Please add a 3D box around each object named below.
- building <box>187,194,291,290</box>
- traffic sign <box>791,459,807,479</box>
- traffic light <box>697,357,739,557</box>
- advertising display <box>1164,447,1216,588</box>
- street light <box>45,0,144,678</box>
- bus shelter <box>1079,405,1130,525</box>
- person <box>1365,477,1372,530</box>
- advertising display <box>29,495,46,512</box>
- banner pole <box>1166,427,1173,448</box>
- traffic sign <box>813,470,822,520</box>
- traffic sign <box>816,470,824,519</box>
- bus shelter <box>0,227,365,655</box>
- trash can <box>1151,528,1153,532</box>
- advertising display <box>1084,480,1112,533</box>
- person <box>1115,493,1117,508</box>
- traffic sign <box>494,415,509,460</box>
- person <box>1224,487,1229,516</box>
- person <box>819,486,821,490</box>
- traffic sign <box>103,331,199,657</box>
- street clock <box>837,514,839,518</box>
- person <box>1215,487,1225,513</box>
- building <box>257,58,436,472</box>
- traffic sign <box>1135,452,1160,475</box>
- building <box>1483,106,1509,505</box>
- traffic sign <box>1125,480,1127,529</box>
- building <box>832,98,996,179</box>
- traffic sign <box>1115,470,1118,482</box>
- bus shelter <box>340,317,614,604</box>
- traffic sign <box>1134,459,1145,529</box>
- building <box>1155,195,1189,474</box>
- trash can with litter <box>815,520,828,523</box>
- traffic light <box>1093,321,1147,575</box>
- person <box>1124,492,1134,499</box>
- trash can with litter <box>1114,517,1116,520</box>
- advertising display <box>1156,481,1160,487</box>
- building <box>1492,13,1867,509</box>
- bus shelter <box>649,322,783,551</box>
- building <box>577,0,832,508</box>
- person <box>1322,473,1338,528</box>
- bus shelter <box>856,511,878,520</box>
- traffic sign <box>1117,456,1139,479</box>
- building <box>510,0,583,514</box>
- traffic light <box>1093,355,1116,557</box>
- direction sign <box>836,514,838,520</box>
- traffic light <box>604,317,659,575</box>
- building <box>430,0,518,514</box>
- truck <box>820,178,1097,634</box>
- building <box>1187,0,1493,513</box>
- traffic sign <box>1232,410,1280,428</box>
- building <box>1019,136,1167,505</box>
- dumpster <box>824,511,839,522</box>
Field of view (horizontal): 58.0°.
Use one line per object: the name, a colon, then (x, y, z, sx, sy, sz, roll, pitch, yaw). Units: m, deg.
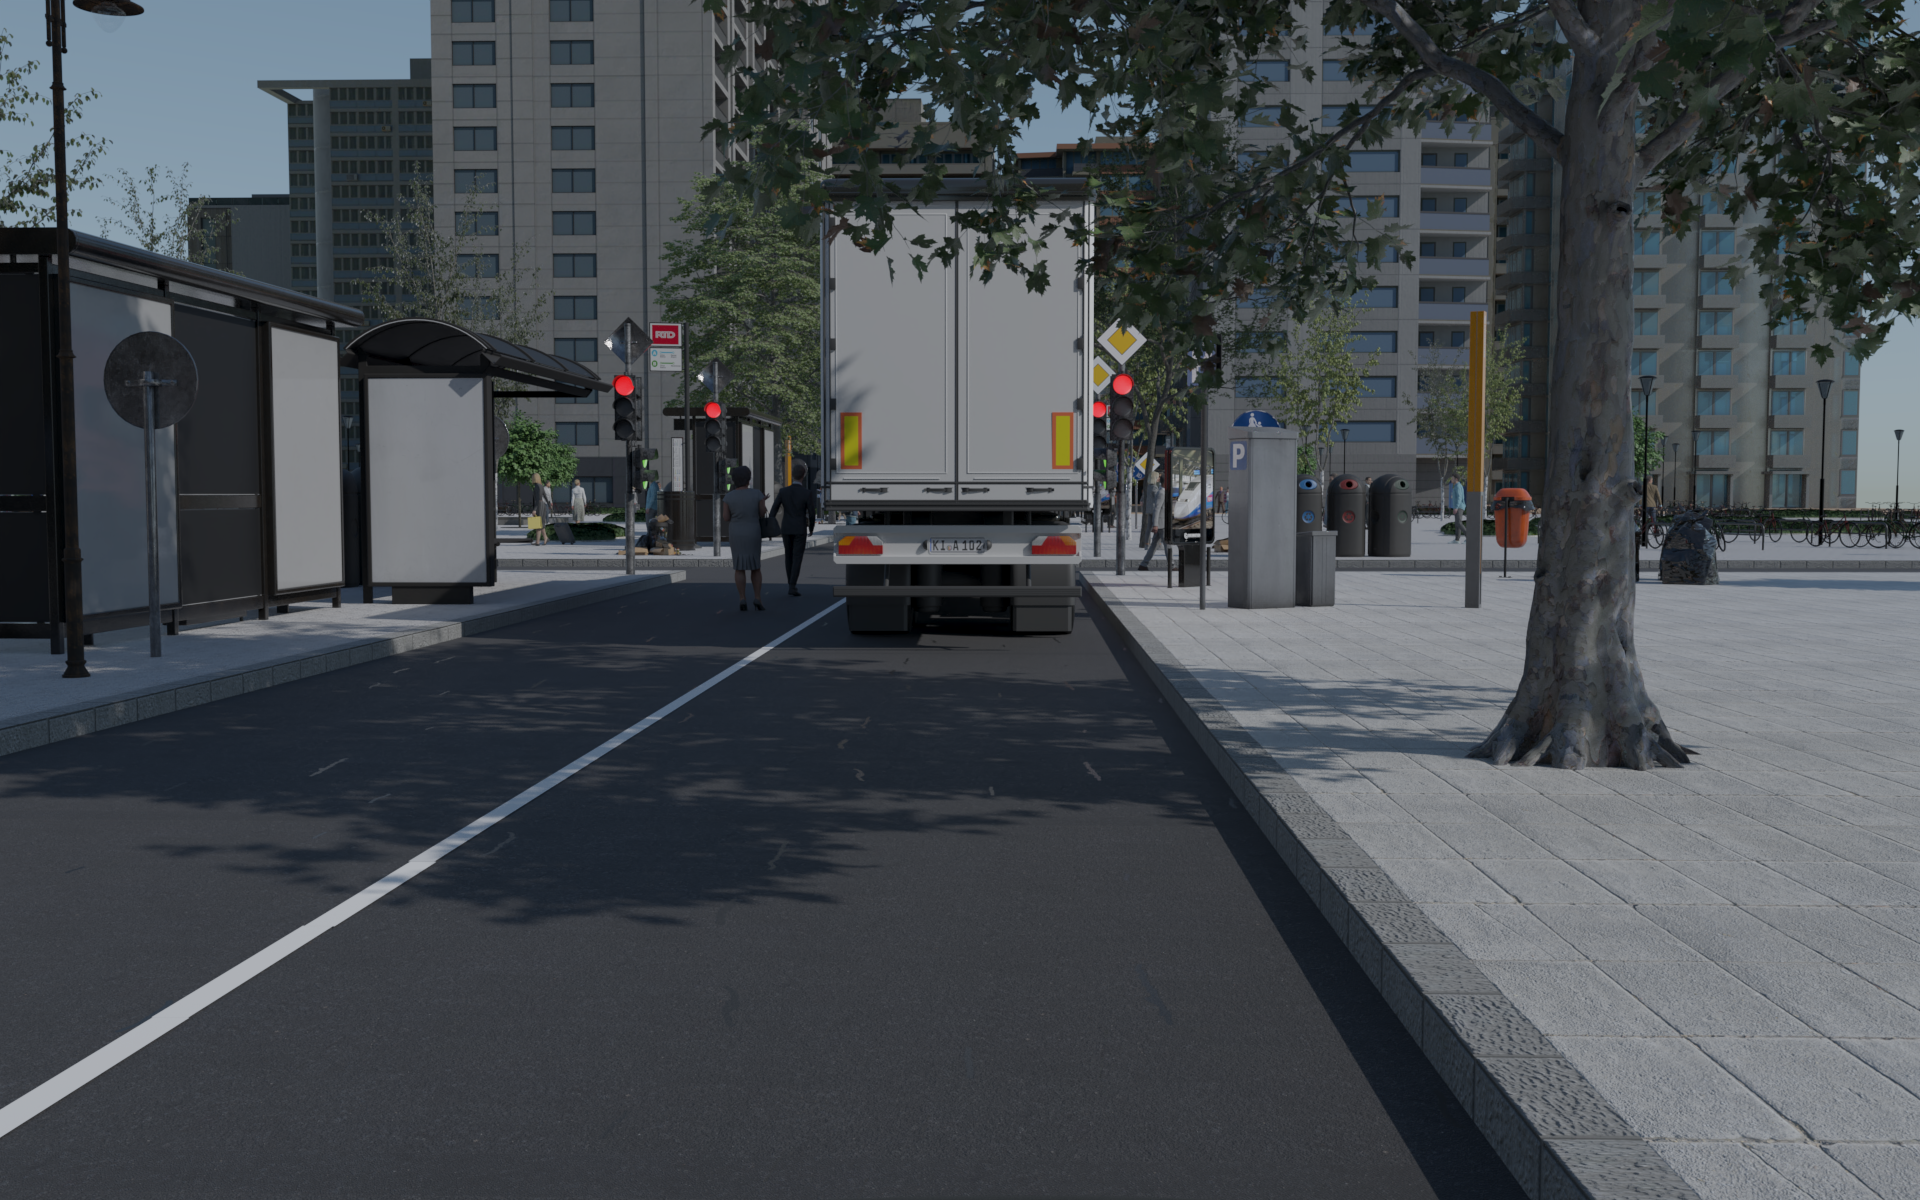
building: (-65.815, -24.400, 170.634, 14.107, 30.474, 14.160, 0, 4, 2)
traffic sign: (-5.883, -3.812, 62.437, 0.768, 2.556, 0.104, 1, 4, 11)
traffic light: (-4.977, -2.848, 35.484, 0.839, 4.253, 0.868, 0, 4, 2)
advertising display: (3.168, -1.140, 23.860, 0.974, 1.923, 0.123, -3, 5, -44)
street light: (-6.198, -2.396, 11.968, 0.468, 5.910, 1.993, 0, 4, 2)
bus shelter: (6.120, -5.985, 75.487, 2.179, 5.291, 8.768, 0, 4, 2)
person: (14.706, -3.479, 62.293, 0.474, 1.900, 0.648, 1, 4, 13)
advertising display: (-14.619, -1.408, 28.239, 0.974, 1.923, 0.123, -1, 4, -20)
banner pole: (7.906, -4.606, 65.326, 0.401, 3.779, 0.863, -1, 4, -16)
traffic sign: (-6.901, -5.287, 86.442, 0.884, 2.594, 0.081, 1, 4, 9)
traffic sign: (-6.916, -5.361, 87.753, 0.768, 2.556, 0.104, 0, 4, 5)
bus shelter: (-7.933, -2.295, 15.161, 2.179, 5.291, 8.768, 0, 4, 2)
trash can: (6.525, -2.846, 58.190, 0.748, 1.137, 0.748, 0, 3, 0)
advertising display: (4.578, -3.199, 57.521, 0.974, 1.923, 0.123, 2, 4, 29)
person: (10.589, -6.608, 117.351, 0.557, 1.426, 1.065, 3, 5, 43)
traffic sign: (-7.518, -1.674, 27.473, 0.768, 2.556, 0.104, 1, 4, 9)
person: (15.708, -5.775, 101.306, 0.563, 1.720, 0.643, 1, 4, 17)
person: (-9.430, -6.826, 117.671, 0.705, 1.821, 1.348, 0, 4, 3)
traffic sign: (-6.336, -0.823, 13.567, 0.768, 2.556, 0.104, 0, 4, 4)
street clock: (-6.649, -5.477, 94.120, 0.471, 2.002, 0.358, -1, 4, -16)
person: (17.225, -6.582, 114.210, 0.990, 1.755, 0.434, 2, 4, 25)
building: (-46.361, -28.656, 160.399, 23.993, 40.220, 32.217, 0, 4, 2)
traffic sign: (5.839, -3.312, 53.887, 0.795, 2.593, 0.064, 0, 4, 6)
building: (72.486, -36.024, 212.692, 21.600, 48.544, 21.300, 0, 4, 2)
traffic sign: (6.131, -3.782, 63.969, 0.606, 2.300, 0.079, 0, 4, 2)
building: (-6.312, -36.212, 215.772, 21.600, 48.544, 21.300, 0, 4, 2)
traffic sign: (7.734, -5.051, 82.696, 0.768, 2.556, 0.104, 0, 4, 3)
bus shelter: (-6.140, -1.754, 22.594, 2.014, 3.302, 5.546, 0, 4, 2)
traffic sign: (6.465, -3.877, 63.498, 0.768, 2.556, 0.104, 1, 4, 9)
building: (29.771, -32.983, 158.888, 23.786, 49.044, 30.456, 0, 4, 2)
trash can with litter: (-6.537, -3.959, 75.779, 2.233, 1.210, 1.678, -3, 5, -40)
traffic light: (2.520, -2.345, 27.266, 0.839, 4.253, 0.868, 0, 4, 2)
person: (13.100, -7.945, 136.619, 1.217, 1.739, 0.721, 1, 4, 19)
trash can with litter: (7.350, -4.634, 86.816, 1.678, 1.210, 2.233, -2, 4, -35)
advertising display: (7.935, -3.857, 68.272, 0.123, 1.923, 0.974, -3, 4, -38)
building: (66.796, -33.165, 161.850, 30.456, 49.044, 23.786, 0, 4, 2)
bus shelter: (-6.088, -4.011, 43.213, 2.179, 5.291, 8.768, 0, 4, 2)
building: (-23.320, -44.443, 164.890, 20.611, 71.187, 20.563, 0, 4, 2)
person: (8.021, -1.860, 37.204, 0.466, 1.731, 0.760, 0, 4, 5)
bus shelter: (-4.545, -5.780, 85.786, 1.731, 3.624, 6.357, 0, 4, 2)
traffic sign: (5.593, -3.516, 57.596, 0.768, 2.556, 0.104, 0, 4, 6)
building: (-23.310, -43.003, 141.349, 20.563, 71.187, 20.611, 0, 4, 2)
traffic light: (2.781, -2.833, 35.247, 0.839, 4.253, 0.868, 0, 4, 2)
direction sign: (-6.000, -5.635, 84.126, 0.379, 3.537, 0.876, 0, 4, 6)
traffic light: (-5.237, -2.360, 27.503, 0.839, 4.253, 0.868, 0, 4, 2)
building: (-23.461, -41.744, 120.771, 20.563, 71.187, 20.611, 0, 4, 2)
truck: (0.072, -1.963, 21.013, 2.839, 4.237, 11.283, 0, 4, 1)
building: (27.730, -35.925, 129.371, 21.231, 58.520, 28.212, 0, 4, 2)
traffic sign: (4.479, -1.602, 26.301, 0.768, 2.556, 0.104, 1, 4, 12)
building: (19.192, -34.266, 214.870, 28.867, 44.769, 22.147, 0, 4, 2)
dumpster: (-5.739, -4.825, 81.383, 1.502, 2.255, 1.985, 0, 4, 2)
